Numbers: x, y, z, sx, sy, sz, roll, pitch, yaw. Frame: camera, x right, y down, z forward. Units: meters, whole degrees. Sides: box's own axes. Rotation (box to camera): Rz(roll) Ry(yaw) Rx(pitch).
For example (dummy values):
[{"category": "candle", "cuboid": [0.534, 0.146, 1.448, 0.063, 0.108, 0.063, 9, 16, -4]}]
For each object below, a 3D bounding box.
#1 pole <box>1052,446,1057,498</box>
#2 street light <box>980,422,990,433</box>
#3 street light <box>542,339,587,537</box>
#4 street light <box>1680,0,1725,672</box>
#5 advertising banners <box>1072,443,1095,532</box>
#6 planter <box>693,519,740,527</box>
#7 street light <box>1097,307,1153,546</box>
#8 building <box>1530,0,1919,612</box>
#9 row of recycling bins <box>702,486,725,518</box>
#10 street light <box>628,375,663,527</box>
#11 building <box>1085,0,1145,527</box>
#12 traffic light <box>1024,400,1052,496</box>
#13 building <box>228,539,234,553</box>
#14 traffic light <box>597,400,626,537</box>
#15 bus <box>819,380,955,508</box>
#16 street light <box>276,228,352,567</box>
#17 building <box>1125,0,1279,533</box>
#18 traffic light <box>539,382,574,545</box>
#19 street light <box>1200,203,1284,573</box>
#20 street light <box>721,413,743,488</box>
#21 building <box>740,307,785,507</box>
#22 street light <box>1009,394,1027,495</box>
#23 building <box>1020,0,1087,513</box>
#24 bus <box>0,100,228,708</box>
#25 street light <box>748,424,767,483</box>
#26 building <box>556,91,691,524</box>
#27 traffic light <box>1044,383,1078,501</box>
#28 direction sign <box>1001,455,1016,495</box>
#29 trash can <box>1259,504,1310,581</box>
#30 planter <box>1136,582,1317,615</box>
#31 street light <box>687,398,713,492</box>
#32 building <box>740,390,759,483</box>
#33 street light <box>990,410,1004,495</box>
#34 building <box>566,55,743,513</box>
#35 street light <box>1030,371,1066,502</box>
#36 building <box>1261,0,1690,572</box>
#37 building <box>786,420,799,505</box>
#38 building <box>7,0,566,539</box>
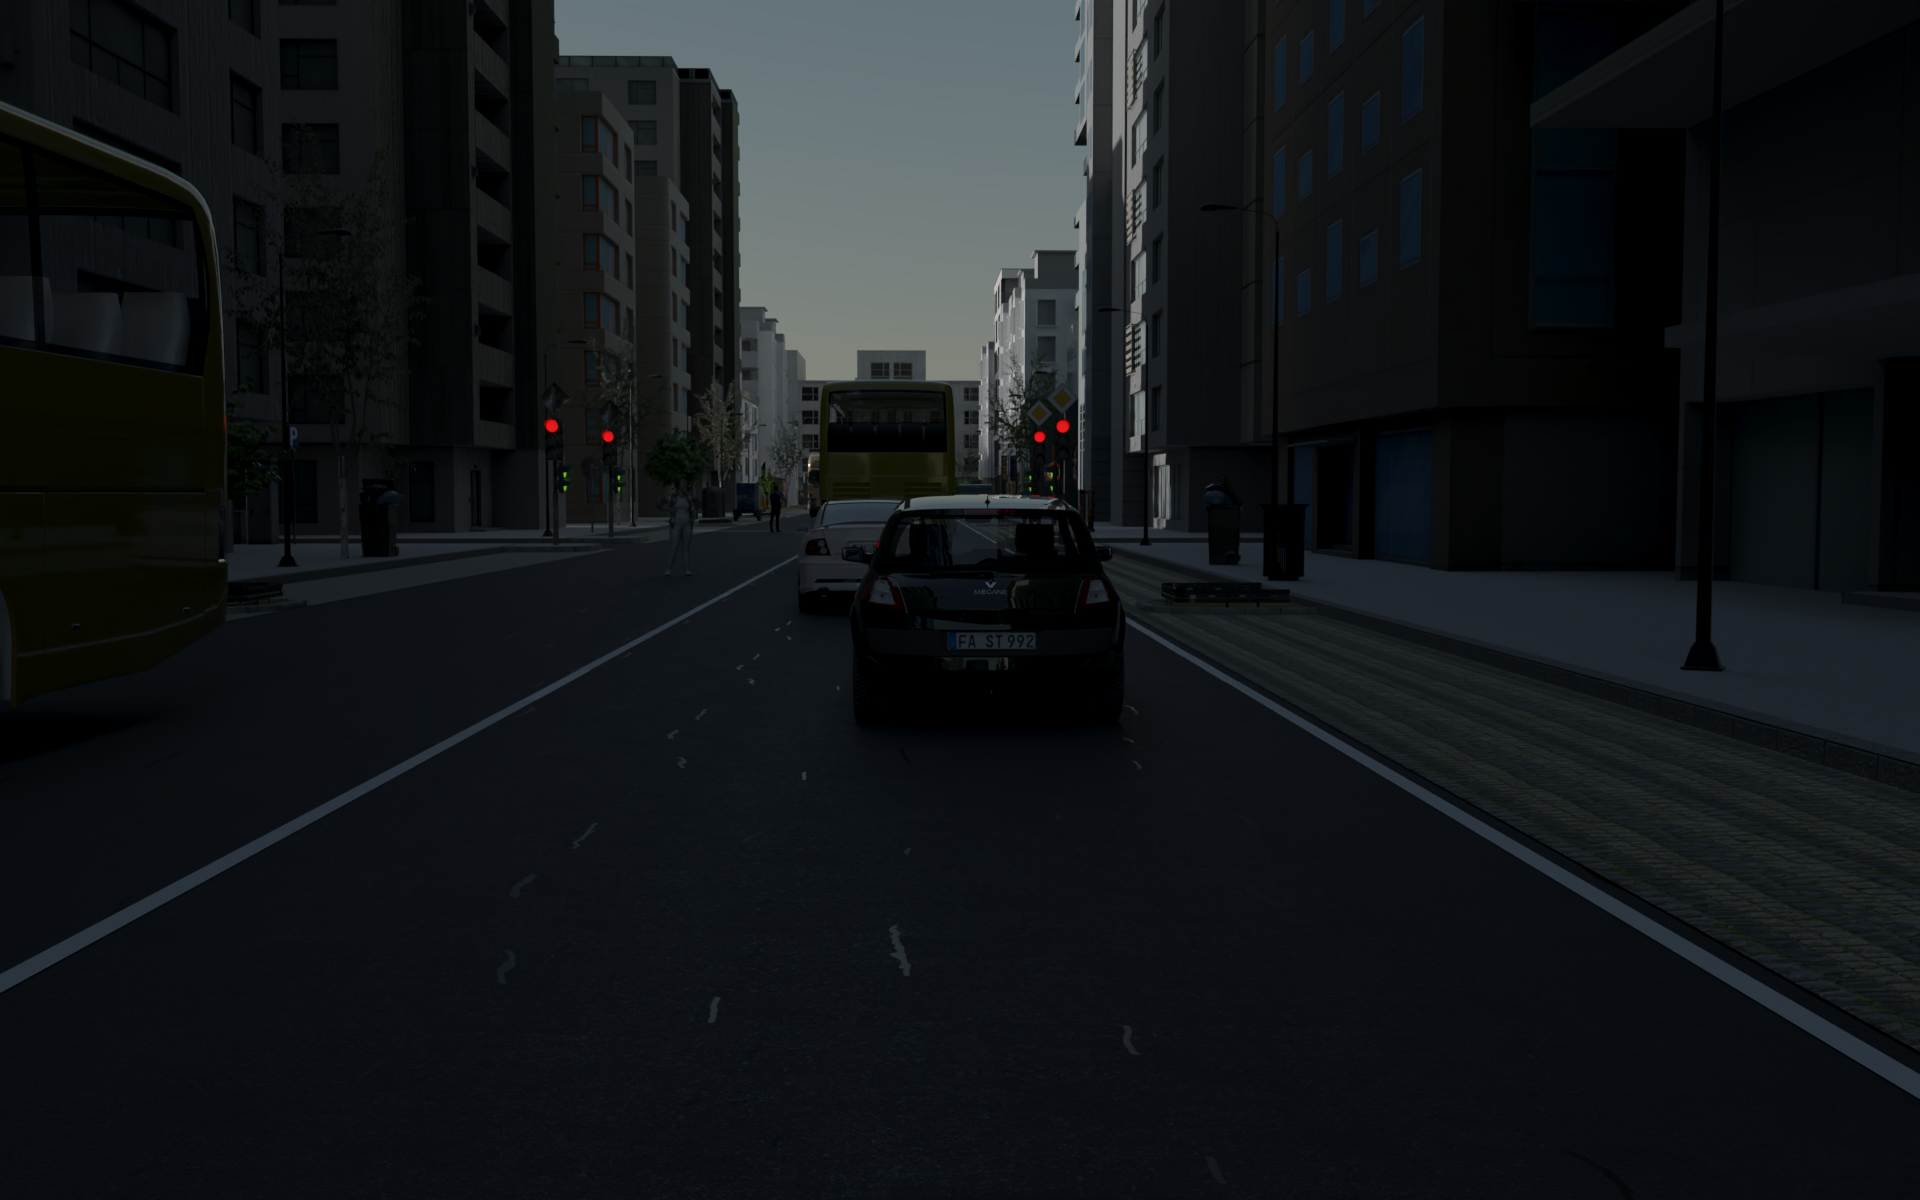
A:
[{"category": "pole", "cuboid": [3.973, -4.840, 72.973, 0.158, 3.312, 0.155, 0, 3, 0]}, {"category": "street light", "cuboid": [2.229, -8.484, 111.255, 1.470, 5.913, 1.316, 0, 4, -2]}, {"category": "street light", "cuboid": [-11.904, -4.868, 52.139, 1.470, 5.913, 1.316, 0, 4, -2]}, {"category": "street light", "cuboid": [4.899, -2.444, 12.499, 1.470, 5.913, 1.316, 0, 4, -2]}, {"category": "advertising banners", "cuboid": [4.167, -3.824, 58.708, 0.090, 3.025, 2.074, -1, 4, -17]}, {"category": "planter", "cuboid": [-10.770, -3.394, 76.636, 1.991, 0.319, 1.994, 0, 4, -2]}, {"category": "street light", "cuboid": [4.109, -4.318, 43.146, 1.470, 5.913, 1.316, 0, 4, -2]}, {"category": "building", "cuboid": [22.037, -25.871, 12.233, 28.713, 52.752, 27.495, 0, 4, -2]}, {"category": "row of recycling bins", "cuboid": [-13.421, -5.321, 94.113, 1.069, 1.692, 3.534, 0, 4, 1]}, {"category": "street light", "cuboid": [-12.248, -5.806, 67.463, 1.470, 5.913, 1.316, 0, 4, -2]}, {"category": "building", "cuboid": [16.488, -32.940, 80.576, 21.231, 58.520, 28.212, 0, 4, -2]}, {"category": "traffic light", "cuboid": [2.342, -3.848, 51.836, 0.839, 4.253, 0.868, 0, 4, -2]}, {"category": "building", "cuboid": [-21.769, -16.020, 33.636, 14.107, 30.474, 14.160, 0, 4, -2]}, {"category": "traffic light", "cuboid": [-10.375, -3.826, 51.476, 0.839, 4.253, 0.868, 0, 4, -2]}, {"category": "bus", "cuboid": [-1.506, -2.855, 38.234, 2.896, 3.916, 12.252, 0, 4, -1]}, {"category": "street light", "cuboid": [-11.339, -3.541, 30.435, 1.470, 5.913, 1.316, 0, 4, -2]}, {"category": "building", "cuboid": [13.511, -23.011, 59.827, 14.086, 41.232, 14.154, 0, 4, -2]}, {"category": "traffic light", "cuboid": [-10.158, -3.338, 43.494, 0.839, 4.253, 0.868, 0, 4, -2]}, {"category": "street light", "cuboid": [4.533, -3.381, 27.823, 1.470, 5.913, 1.316, 0, 4, -2]}, {"category": "street light", "cuboid": [-13.121, -7.761, 99.437, 1.470, 5.913, 1.316, 0, 4, -2]}, {"category": "building", "cuboid": [-26.149, -19.332, 172.500, 16.016, 20.091, 11.380, 0, 4, -2]}, {"category": "street light", "cuboid": [2.985, -6.610, 80.607, 1.470, 5.913, 1.316, 0, 4, -2]}, {"category": "building", "cuboid": [15.991, -48.747, 109.689, 22.319, 86.520, 31.000, 0, 4, -2]}, {"category": "bus", "cuboid": [-6.200, -0.866, 5.702, 2.896, 3.916, 12.252, 0, 4, 0]}, {"category": "street light", "cuboid": [-13.544, -8.733, 115.328, 1.470, 5.913, 1.316, 0, 4, -2]}, {"category": "building", "cuboid": [-29.540, -14.898, 88.628, 27.650, 21.520, 28.899, 0, 4, -2]}, {"category": "traffic light", "cuboid": [2.558, -3.360, 43.854, 0.839, 4.253, 0.868, 0, 4, -2]}, {"category": "direction sign", "cuboid": [2.840, -6.695, 101.460, 0.876, 3.537, 0.379, 1, 4, 12]}, {"category": "trash can", "cuboid": [4.809, -0.860, 25.721, 0.748, 1.137, 0.748, 0, 3, 0]}, {"category": "planter", "cuboid": [3.206, -0.015, 21.392, 1.991, 0.319, 1.994, 0, 4, -2]}, {"category": "street light", "cuboid": [-12.674, -6.824, 84.116, 1.470, 5.913, 1.316, 0, 4, -2]}, {"category": "building", "cuboid": [-22.283, -12.910, 153.229, 9.099, 9.664, 28.070, 0, 4, -2]}, {"category": "street light", "cuboid": [2.587, -7.547, 95.930, 1.470, 5.913, 1.316, 0, 4, -2]}, {"category": "building", "cuboid": [-22.646, -21.180, 118.001, 14.160, 30.474, 14.107, 0, 4, -2]}, {"category": "street light", "cuboid": [3.425, -5.672, 65.285, 1.470, 5.913, 1.316, 0, 4, -2]}, {"category": "building", "cuboid": [14.437, -23.487, 34.117, 14.600, 45.320, 14.200, 0, 4, -2]}, {"category": "building", "cuboid": [-32.558, -15.511, 195.745, 28.070, 9.664, 9.099, 0, 4, -2]}, {"category": "building", "cuboid": [-22.090, -17.578, 59.098, 14.160, 30.474, 14.107, 0, 4, -2]}]
